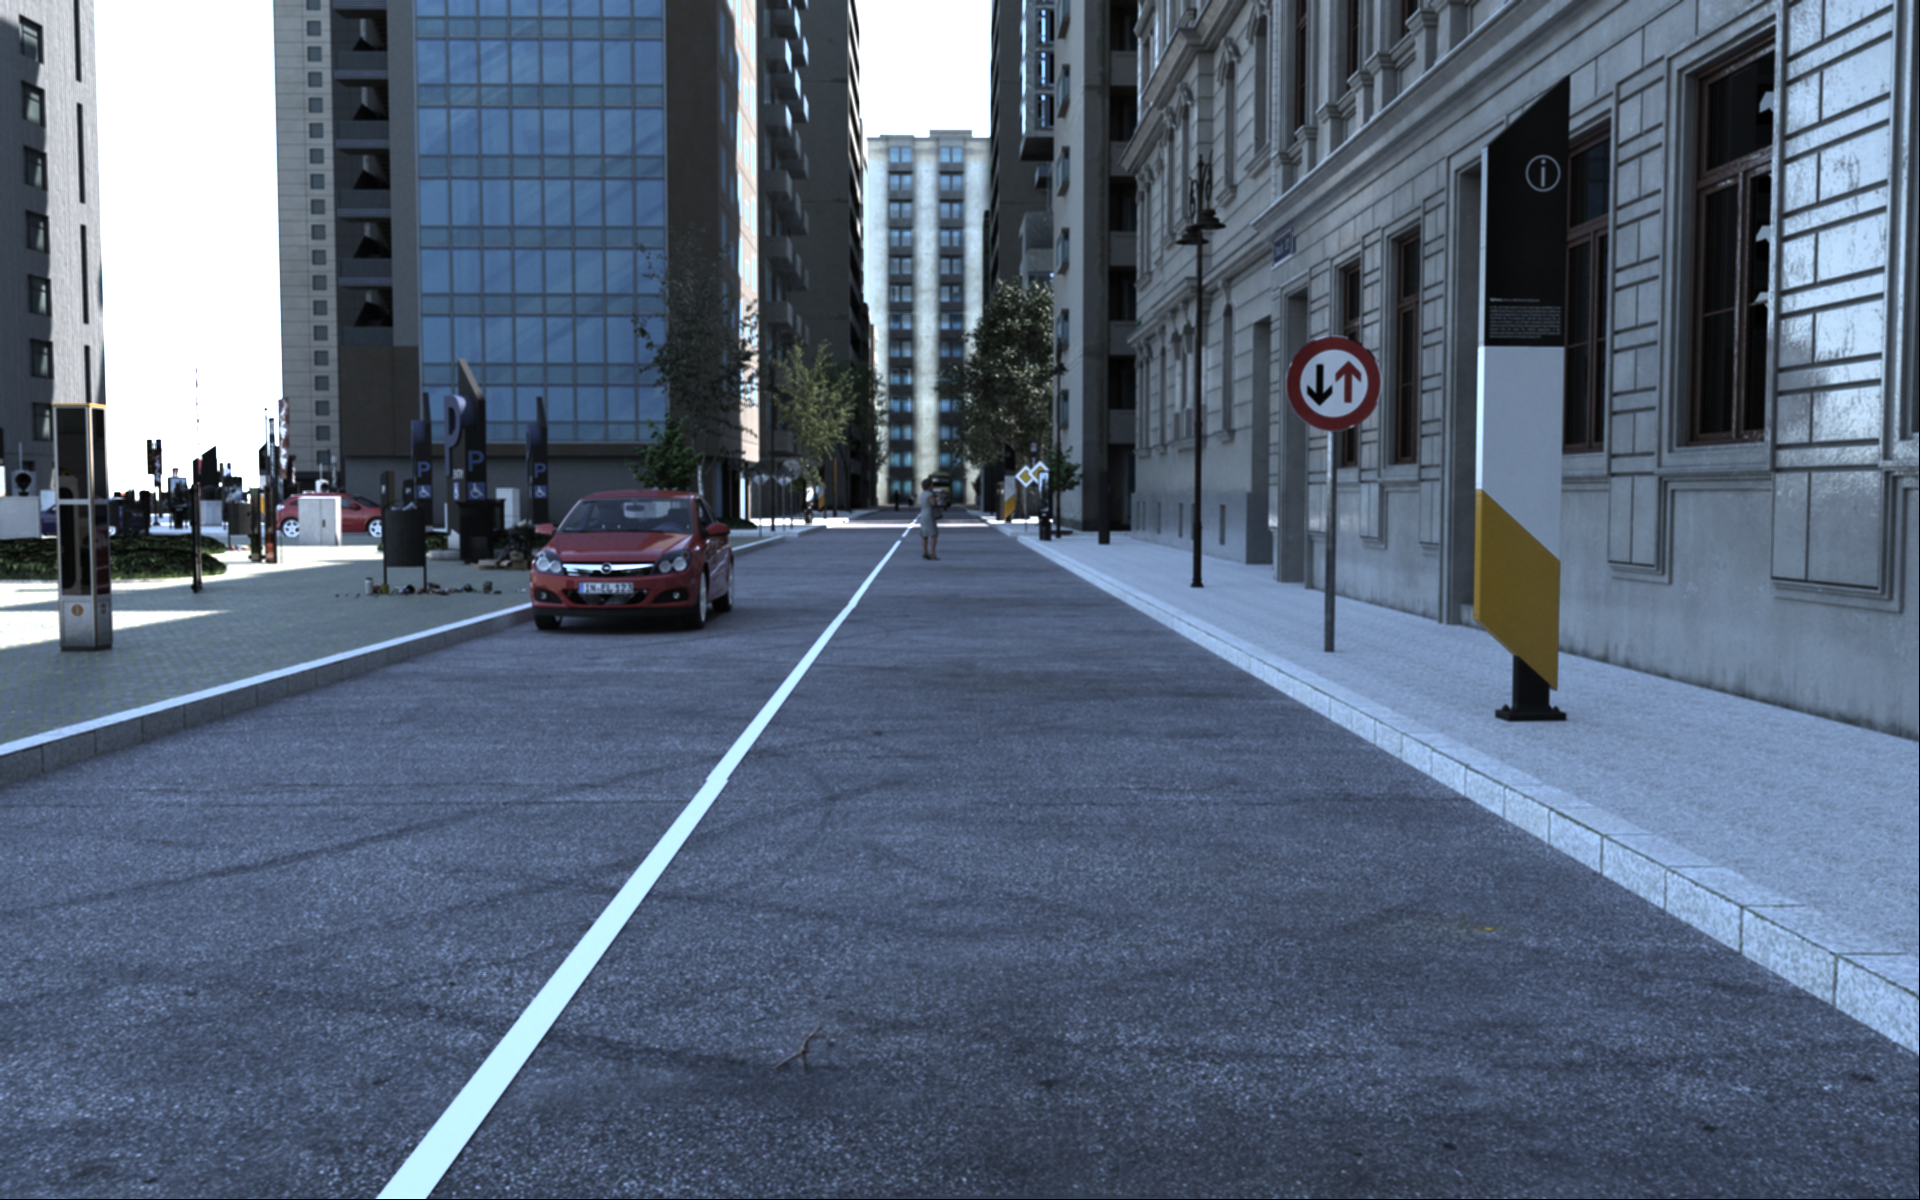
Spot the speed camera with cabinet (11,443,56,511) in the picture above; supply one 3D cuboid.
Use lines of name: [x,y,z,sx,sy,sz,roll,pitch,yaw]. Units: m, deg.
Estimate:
speed camera with cabinet: [-35.365,-4.427,66.725,2.038,3.252,0.660,0,4,-1]

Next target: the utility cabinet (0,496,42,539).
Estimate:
utility cabinet: [-24.604,-2.086,45.271,1.020,1.237,0.306,-1,4,-23]

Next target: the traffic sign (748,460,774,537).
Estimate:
traffic sign: [-5.917,-2.917,51.328,0.795,2.450,0.064,0,4,-1]

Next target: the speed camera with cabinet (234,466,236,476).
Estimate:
speed camera with cabinet: [-51.806,-7.811,122.048,2.038,3.252,0.660,0,4,-4]

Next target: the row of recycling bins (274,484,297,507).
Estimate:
row of recycling bins: [-28.038,-3.957,71.815,1.069,1.692,3.534,-1,4,-17]

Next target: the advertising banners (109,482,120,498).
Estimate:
advertising banners: [-48.614,-6.346,99.947,0.090,3.025,2.074,2,4,28]

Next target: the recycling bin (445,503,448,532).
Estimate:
recycling bin: [-14.147,-2.221,48.861,0.722,1.027,0.722,-1,4,-16]

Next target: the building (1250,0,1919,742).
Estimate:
building: [9.806,-10.980,15.682,11.583,22.565,21.152,0,4,-1]

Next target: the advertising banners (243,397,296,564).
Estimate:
advertising banners: [-12.829,-2.199,32.147,0.090,3.025,2.074,-3,5,-42]

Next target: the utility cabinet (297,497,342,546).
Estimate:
utility cabinet: [-15.972,-1.959,43.196,1.020,1.237,0.306,1,4,11]

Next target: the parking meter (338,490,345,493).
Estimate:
parking meter: [-35.299,-5.535,98.905,0.372,1.533,0.369,0,3,0]

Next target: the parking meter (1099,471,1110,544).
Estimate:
parking meter: [3.696,-2.362,44.336,0.255,1.863,0.399,1,4,11]

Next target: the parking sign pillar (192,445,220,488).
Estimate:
parking sign pillar: [-41.040,-6.470,94.263,1.447,3.967,1.447,0,4,-5]

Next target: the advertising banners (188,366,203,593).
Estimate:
advertising banners: [-10.255,-1.656,23.256,0.090,3.025,2.074,-1,4,-20]

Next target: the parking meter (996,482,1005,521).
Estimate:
parking meter: [1.921,-4.699,82.540,0.255,1.863,0.399,3,5,41]

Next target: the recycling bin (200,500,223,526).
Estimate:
recycling bin: [-30.239,-3.504,69.847,0.722,1.027,0.722,-3,5,-44]

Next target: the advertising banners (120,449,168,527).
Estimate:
advertising banners: [-31.307,-4.298,66.454,0.090,3.025,2.074,1,4,18]

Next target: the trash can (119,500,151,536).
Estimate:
trash can: [-20.935,-1.978,43.988,0.748,1.137,0.748,0,3,0]

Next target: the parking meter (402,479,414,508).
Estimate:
parking meter: [-20.286,-3.547,63.708,0.399,1.863,0.255,-1,4,-10]

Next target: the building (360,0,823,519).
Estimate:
building: [-20.489,-29.390,100.136,23.786,49.044,30.456,0,4,-1]

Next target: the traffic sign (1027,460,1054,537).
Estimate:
traffic sign: [2.376,-2.922,51.425,0.795,2.450,0.064,0,4,-1]

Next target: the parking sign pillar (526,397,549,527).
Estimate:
parking sign pillar: [-11.556,-3.603,47.388,1.447,3.967,1.447,-1,4,-19]

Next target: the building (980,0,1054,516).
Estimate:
building: [12.898,-49.038,114.443,22.319,86.520,31.000,0,4,-1]

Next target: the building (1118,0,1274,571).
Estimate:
building: [11.323,-15.346,38.301,14.401,28.519,23.554,0,4,-1]

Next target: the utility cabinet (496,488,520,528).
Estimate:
utility cabinet: [-16.514,-3.343,63.332,0.318,1.500,1.173,-3,5,-45]

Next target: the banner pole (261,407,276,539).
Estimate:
banner pole: [-19.801,-3.653,49.738,0.401,3.779,0.863,-3,5,-44]

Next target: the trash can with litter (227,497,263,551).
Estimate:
trash can with litter: [-16.881,-1.743,39.557,2.233,1.210,1.678,-3,5,-41]

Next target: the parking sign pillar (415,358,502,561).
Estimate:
parking sign pillar: [-9.680,-2.780,33.930,1.447,3.967,1.447,-2,4,-32]

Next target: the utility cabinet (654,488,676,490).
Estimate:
utility cabinet: [-10.235,-3.155,60.266,1.173,1.500,0.318,3,5,40]

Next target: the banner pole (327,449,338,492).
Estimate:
banner pole: [-34.690,-6.463,95.686,0.863,3.779,0.401,2,4,29]

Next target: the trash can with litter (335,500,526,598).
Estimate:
trash can with litter: [-6.781,-0.690,22.337,2.233,1.210,1.678,0,4,-7]

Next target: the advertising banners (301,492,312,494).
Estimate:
advertising banners: [-40.318,-6.706,105.823,2.074,3.025,0.090,2,4,25]

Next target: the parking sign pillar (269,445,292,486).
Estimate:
parking sign pillar: [-34.568,-6.098,88.172,1.447,3.967,1.447,1,4,14]

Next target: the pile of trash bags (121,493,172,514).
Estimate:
pile of trash bags: [-51.948,-6.140,110.140,1.912,1.369,3.447,2,4,28]

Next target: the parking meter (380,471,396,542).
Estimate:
parking meter: [-14.341,-2.309,43.459,0.255,1.863,0.399,-3,5,-44]

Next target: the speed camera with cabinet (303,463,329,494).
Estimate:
speed camera with cabinet: [-41.614,-7.159,111.385,0.660,3.252,2.038,3,5,40]

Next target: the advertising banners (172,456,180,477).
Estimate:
advertising banners: [-35.247,-5.007,78.055,0.090,3.025,2.074,-2,4,-27]

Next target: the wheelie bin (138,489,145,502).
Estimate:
wheelie bin: [-49.781,-5.980,105.679,0.693,1.594,0.980,-2,4,-26]

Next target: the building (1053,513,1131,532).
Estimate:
building: [14.518,-27.200,68.424,21.600,48.544,21.300,0,4,-1]

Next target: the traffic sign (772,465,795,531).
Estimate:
traffic sign: [-6.031,-3.405,59.312,0.795,2.450,0.064,0,4,-1]

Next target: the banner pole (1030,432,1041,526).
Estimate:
banner pole: [3.094,-4.924,70.531,0.401,3.779,0.863,-2,4,-34]

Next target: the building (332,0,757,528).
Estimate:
building: [-15.891,-25.684,70.040,14.600,45.320,14.200,0,4,-1]

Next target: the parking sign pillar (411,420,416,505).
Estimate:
parking sign pillar: [-14.082,-3.481,45.388,1.447,3.967,1.447,-1,4,-19]

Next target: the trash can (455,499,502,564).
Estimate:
trash can: [-8.879,-1.233,31.806,0.748,1.137,0.748,0,3,0]

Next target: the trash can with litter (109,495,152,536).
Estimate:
trash can with litter: [-24.198,-2.390,50.126,2.233,1.210,1.678,-1,4,-21]

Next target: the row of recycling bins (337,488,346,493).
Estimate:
row of recycling bins: [-39.374,-6.361,111.122,1.069,1.692,3.534,-1,4,-11]

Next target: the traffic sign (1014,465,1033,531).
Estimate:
traffic sign: [2.263,-3.411,59.409,0.795,2.450,0.064,0,4,-1]

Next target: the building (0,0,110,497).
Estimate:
building: [-43.721,-18.093,67.527,14.107,30.474,14.160,0,4,-1]

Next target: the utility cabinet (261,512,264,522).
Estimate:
utility cabinet: [-32.042,-4.191,79.689,0.306,1.237,1.020,2,4,30]

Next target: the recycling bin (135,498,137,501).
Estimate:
recycling bin: [-54.067,-6.123,112.658,0.722,1.027,0.722,2,4,26]

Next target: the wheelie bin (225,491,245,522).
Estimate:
wheelie bin: [-33.784,-4.431,80.350,0.693,1.594,0.980,0,4,-2]

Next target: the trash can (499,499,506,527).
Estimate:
trash can: [-13.864,-2.438,51.518,0.748,1.137,0.748,0,3,0]

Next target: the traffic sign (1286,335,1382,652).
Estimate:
traffic sign: [3.007,-0.851,14.022,0.768,2.556,0.104,0,4,2]

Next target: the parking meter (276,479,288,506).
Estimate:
parking meter: [-26.244,-3.753,67.071,0.399,1.863,0.255,0,4,1]

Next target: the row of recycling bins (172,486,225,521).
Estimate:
row of recycling bins: [-36.928,-4.728,84.420,3.534,1.692,1.069,1,4,20]

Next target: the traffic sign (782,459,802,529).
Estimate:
traffic sign: [-6.194,-3.885,63.621,0.768,2.556,0.104,0,4,3]
